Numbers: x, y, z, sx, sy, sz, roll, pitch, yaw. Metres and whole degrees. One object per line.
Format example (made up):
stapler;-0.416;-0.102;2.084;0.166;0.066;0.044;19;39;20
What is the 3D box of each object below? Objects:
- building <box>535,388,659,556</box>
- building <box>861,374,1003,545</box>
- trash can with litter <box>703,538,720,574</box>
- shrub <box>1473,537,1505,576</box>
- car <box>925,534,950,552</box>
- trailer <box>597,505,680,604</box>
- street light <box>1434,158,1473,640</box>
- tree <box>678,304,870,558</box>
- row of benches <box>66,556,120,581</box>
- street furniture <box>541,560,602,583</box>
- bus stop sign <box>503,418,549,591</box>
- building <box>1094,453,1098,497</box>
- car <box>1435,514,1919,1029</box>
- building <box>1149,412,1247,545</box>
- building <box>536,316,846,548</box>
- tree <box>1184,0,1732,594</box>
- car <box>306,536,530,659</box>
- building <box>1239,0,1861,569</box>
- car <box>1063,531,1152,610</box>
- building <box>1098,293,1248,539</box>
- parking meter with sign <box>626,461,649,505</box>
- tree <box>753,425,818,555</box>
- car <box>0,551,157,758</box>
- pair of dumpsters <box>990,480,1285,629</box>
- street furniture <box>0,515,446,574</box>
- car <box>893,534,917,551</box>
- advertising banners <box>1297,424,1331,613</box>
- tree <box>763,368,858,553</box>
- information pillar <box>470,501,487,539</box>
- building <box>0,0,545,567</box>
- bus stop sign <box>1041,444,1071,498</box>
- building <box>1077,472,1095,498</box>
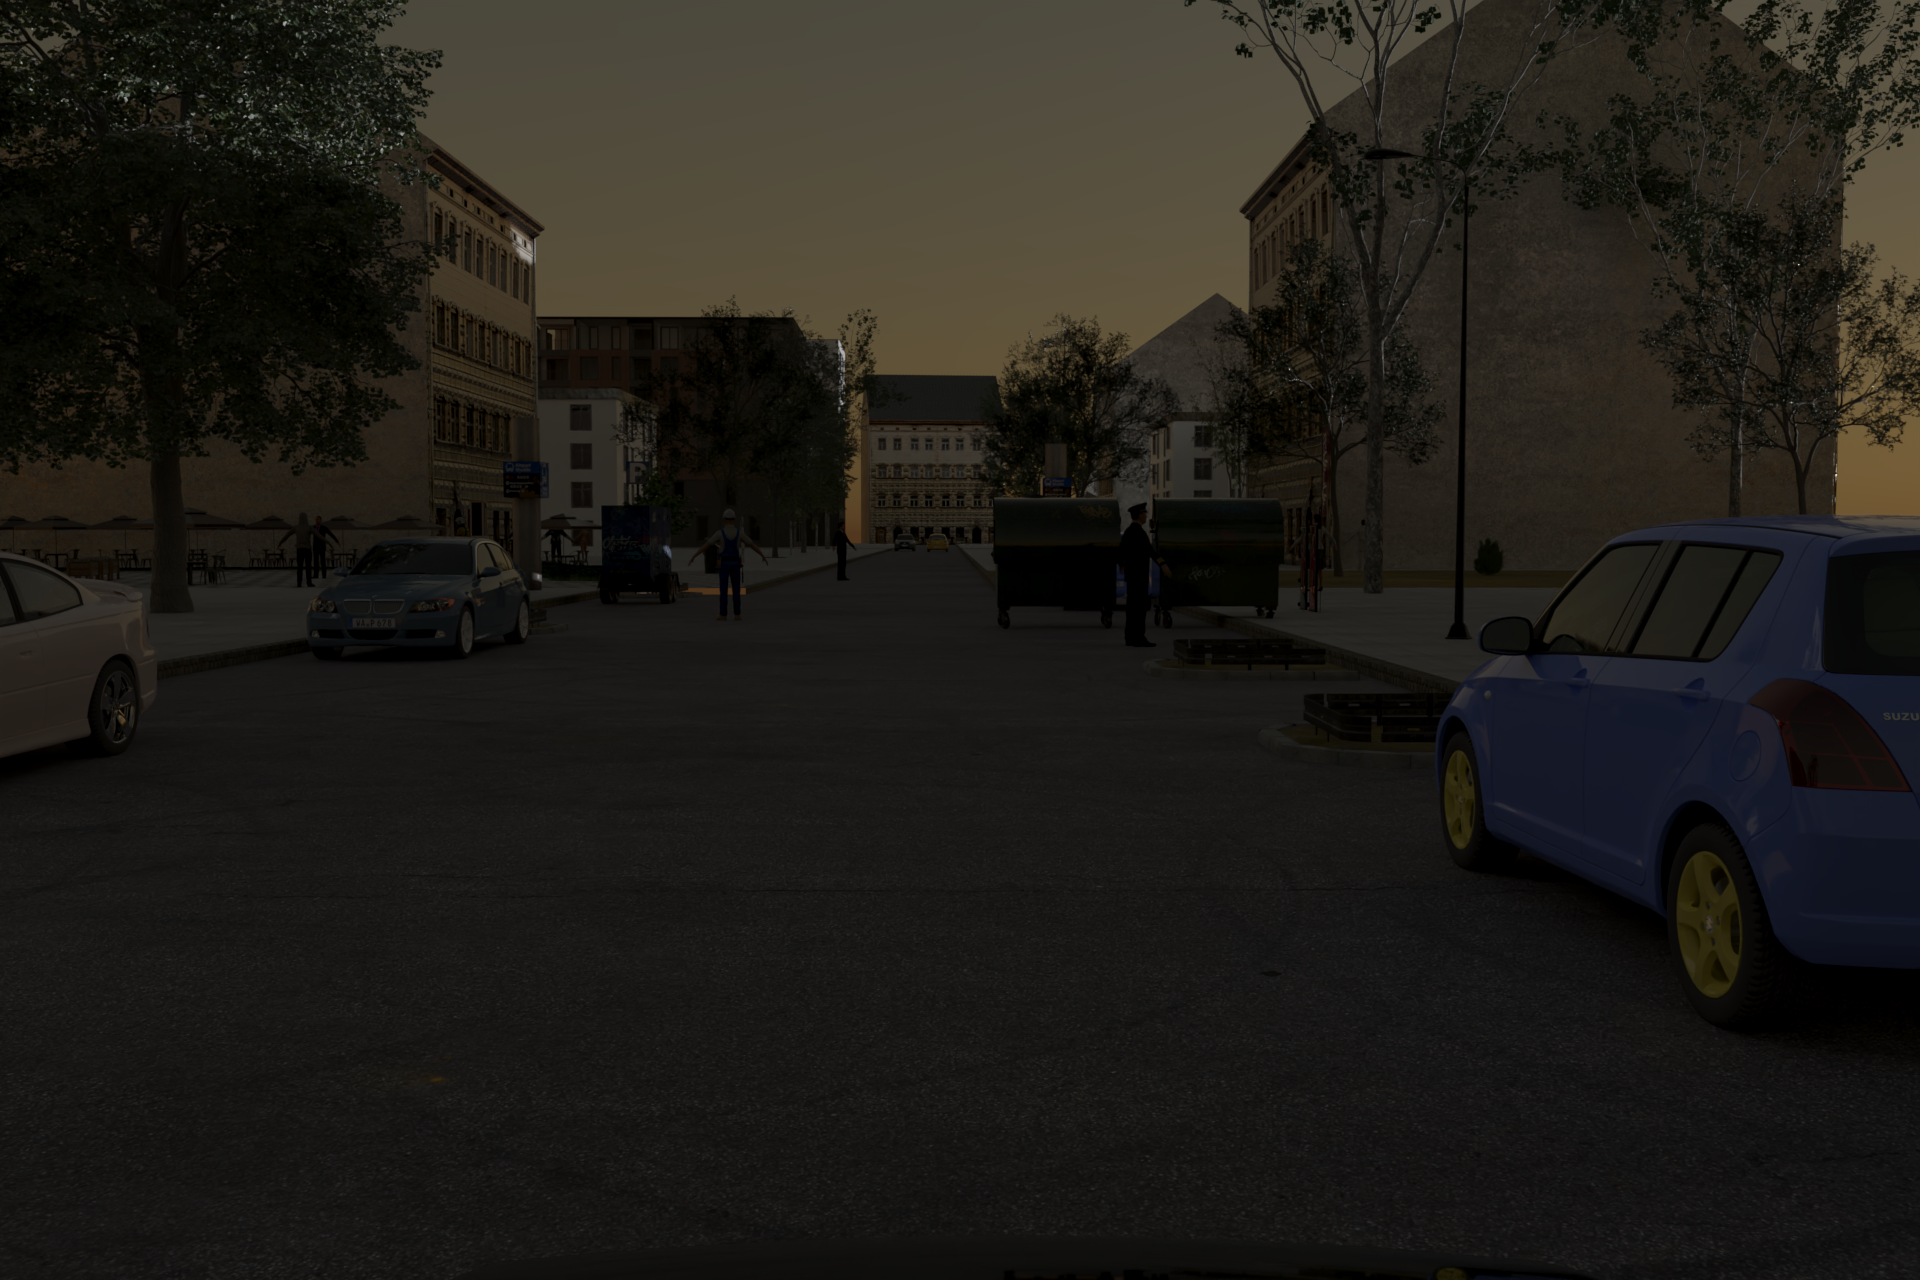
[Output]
building;-24.340;-10.506;113.921;9.099;9.664;28.070;0;4;-1
building;-4.044;-24.722;237.595;18.063;23.208;19.493;0;4;-7
trash can with litter;-7.796;-2.735;56.104;1.055;1.170;0.624;0;4;0
shrub;16.370;-2.599;53.614;1.383;1.207;1.383;0;3;0
car;-1.790;-7.894;139.283;2.015;1.641;3.980;0;4;0
trailer;-6.645;-1.719;35.148;1.471;1.999;3.904;0;4;0
street light;6.648;-2.965;21.023;1.470;5.913;1.316;0;4;0
tree;-9.910;-11.158;92.797;12.009;13.543;11.850;0;3;0
row of benches;-23.654;-1.950;47.350;1.422;0.672;4.104;-1;4;-16
street furniture;-12.613;-2.073;49.523;5.734;0.657;10.072;-2;4;-29
bus stop sign;-9.873;-3.085;39.458;0.837;3.901;0.837;0;3;0
building;20.006;-20.516;191.853;16.016;20.090;11.380;0;4;-1
car;2.980;0.200;6.321;1.945;1.707;3.694;0;4;-1
building;19.078;-10.832;119.257;9.099;9.664;28.070;0;4;0
building;-26.547;-20.507;179.262;27.936;21.610;32.646;0;4;-1
tree;10.141;-11.014;35.974;12.611;20.169;13.585;0;3;0
car;-6.542;-0.573;21.370;2.014;1.417;4.499;0;4;-1
building;22.746;-14.732;71.792;19.493;23.208;18.063;0;3;0
car;2.750;-1.479;33.768;1.945;1.707;3.694;0;4;0
building;23.363;-20.568;167.217;19.493;23.208;18.063;0;3;0
parking meter with sign;-7.727;-2.821;42.384;0.543;3.016;1.738;0;4;-1
tree;-10.046;-9.444;104.769;4.360;8.622;3.978;0;3;0
car;-6.343;0.153;9.861;2.083;1.381;4.827;0;4;-1
pair of dumpsters;2.687;-1.327;26.652;4.436;2.255;1.574;0;4;0
street furniture;-32.742;-3.298;58.955;27.439;1.986;14.083;0;4;6
car;-4.592;-8.276;145.094;2.009;1.686;4.222;0;4;0
advertising banners;5.845;-1.982;28.588;0.090;3.025;2.074;0;4;-1
tree;-10.403;-12.233;118.138;7.486;12.596;7.792;0;3;0
information pillar;-10.657;-2.073;38.384;0.304;2.012;0.304;0;3;0
building;-30.092;-15.014;76.402;19.493;23.208;18.063;0;4;-1
bus stop sign;2.804;-3.774;50.723;0.837;3.901;0.837;0;4;-2
building;19.919;-16.533;212.456;9.099;9.664;28.070;0;4;-1
